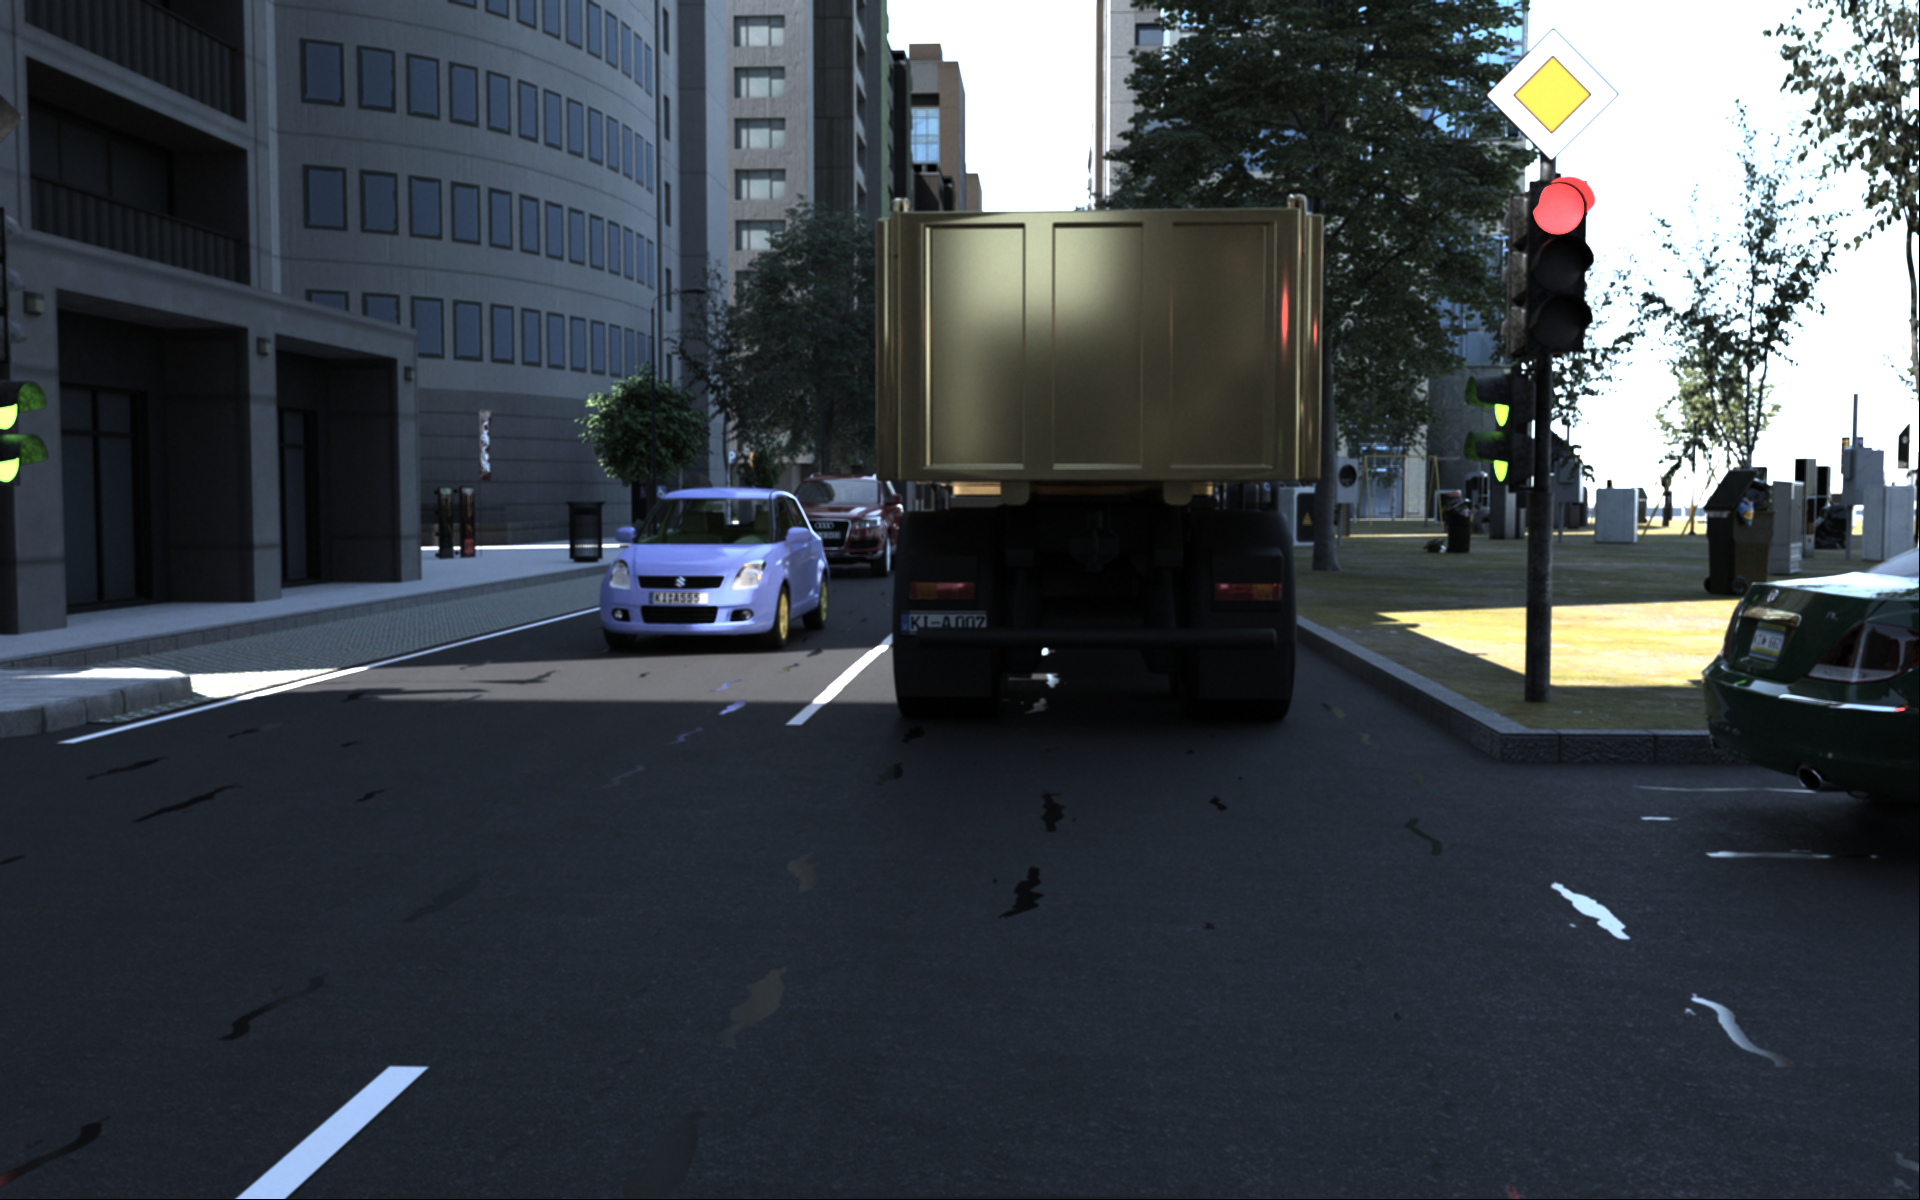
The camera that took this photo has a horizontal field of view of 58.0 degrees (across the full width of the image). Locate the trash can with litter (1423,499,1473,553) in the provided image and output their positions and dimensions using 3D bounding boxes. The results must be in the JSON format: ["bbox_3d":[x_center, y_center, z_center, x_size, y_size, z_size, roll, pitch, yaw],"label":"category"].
[{"bbox_3d":[10.687,-1.625,37.957,1.055,1.170,0.624,2,4,35],"label":"trash can with litter"}]

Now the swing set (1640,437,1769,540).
[{"bbox_3d":[20.994,-3.108,48.438,2.862,2.851,3.119,3,5,44],"label":"swing set"}]

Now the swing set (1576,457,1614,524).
[{"bbox_3d":[26.720,-4.731,74.971,3.119,2.851,2.862,3,5,45],"label":"swing set"}]

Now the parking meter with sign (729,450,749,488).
[{"bbox_3d":[-8.396,-4.419,68.517,1.738,3.016,0.543,2,4,31],"label":"parking meter with sign"}]

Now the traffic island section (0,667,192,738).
[{"bbox_3d":[-6.426,0.673,11.285,2.009,0.180,2.903,0,4,3],"label":"traffic island section"}]

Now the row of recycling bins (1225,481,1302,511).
[{"bbox_3d":[7.968,-2.351,45.558,1.069,1.692,3.534,2,4,35],"label":"row of recycling bins"}]

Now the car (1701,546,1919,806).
[{"bbox_3d":[5.727,0.284,7.149,4.920,1.459,2.131,0,4,4],"label":"car"}]

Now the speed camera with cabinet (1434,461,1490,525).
[{"bbox_3d":[20.917,-4.772,72.355,2.038,3.252,0.660,2,4,31],"label":"speed camera with cabinet"}]

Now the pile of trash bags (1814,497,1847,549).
[{"bbox_3d":[19.840,-1.892,40.687,1.912,1.369,3.447,2,4,31],"label":"pile of trash bags"}]

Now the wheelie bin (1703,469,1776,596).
[{"bbox_3d":[9.960,-0.870,22.139,0.693,1.594,0.980,0,4,-7],"label":"wheelie bin"}]

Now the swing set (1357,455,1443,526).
[{"bbox_3d":[17.821,-4.470,70.700,3.119,2.851,2.862,0,4,3],"label":"swing set"}]

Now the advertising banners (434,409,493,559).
[{"bbox_3d":[-9.998,-2.376,35.036,0.090,3.025,2.074,1,4,17],"label":"advertising banners"}]

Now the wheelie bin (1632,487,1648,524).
[{"bbox_3d":[29.450,-4.127,75.385,0.980,1.594,0.693,-1,4,-22],"label":"wheelie bin"}]

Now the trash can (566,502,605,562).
[{"bbox_3d":[-7.073,-1.289,32.728,0.748,1.137,0.748,0,3,0],"label":"trash can"}]

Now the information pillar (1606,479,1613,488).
[{"bbox_3d":[31.488,-4.865,84.027,0.304,2.012,0.304,1,4,20],"label":"information pillar"}]

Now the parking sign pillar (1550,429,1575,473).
[{"bbox_3d":[24.377,-5.022,70.580,1.447,3.967,1.447,-2,4,-27],"label":"parking sign pillar"}]

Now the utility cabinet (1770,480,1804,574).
[{"bbox_3d":[13.273,-1.168,27.771,0.318,1.500,1.173,2,4,34],"label":"utility cabinet"}]

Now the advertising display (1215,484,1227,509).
[{"bbox_3d":[10.871,-4.062,71.623,0.974,1.923,0.123,-2,4,-29],"label":"advertising display"}]

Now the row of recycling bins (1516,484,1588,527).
[{"bbox_3d":[23.327,-3.751,68.440,3.534,1.692,1.069,-1,4,-21],"label":"row of recycling bins"}]

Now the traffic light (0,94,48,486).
[{"bbox_3d":[-6.386,-1.359,11.148,0.839,4.253,0.868,0,4,3],"label":"traffic light"}]

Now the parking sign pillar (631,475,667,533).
[{"bbox_3d":[-8.738,-3.681,48.658,1.447,3.967,1.447,-3,5,-40],"label":"parking sign pillar"}]

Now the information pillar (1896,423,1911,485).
[{"bbox_3d":[31.089,-4.021,57.090,0.183,3.616,0.504,-1,4,-12],"label":"information pillar"}]

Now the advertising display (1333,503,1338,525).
[{"bbox_3d":[15.405,-4.033,71.152,0.123,1.923,0.974,-1,4,-21],"label":"advertising display"}]

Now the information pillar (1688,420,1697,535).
[{"bbox_3d":[23.261,-3.890,54.954,0.183,3.616,0.504,1,4,16],"label":"information pillar"}]

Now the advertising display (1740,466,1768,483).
[{"bbox_3d":[18.251,-2.118,39.849,0.974,1.923,0.123,-3,4,-36],"label":"advertising display"}]

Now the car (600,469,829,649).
[{"bbox_3d":[-2.365,-0.467,17.219,1.945,1.707,3.694,0,4,4],"label":"car"}]

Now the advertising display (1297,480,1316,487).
[{"bbox_3d":[11.016,-3.002,54.294,0.974,1.923,0.123,0,4,-4],"label":"advertising display"}]

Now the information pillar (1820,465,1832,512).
[{"bbox_3d":[22.202,-2.451,44.562,0.304,2.012,0.304,3,5,40],"label":"information pillar"}]

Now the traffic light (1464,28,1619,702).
[{"bbox_3d":[3.561,-1.328,10.627,0.839,4.253,0.868,0,4,3],"label":"traffic light"}]

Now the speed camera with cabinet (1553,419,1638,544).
[{"bbox_3d":[16.686,-3.126,45.441,2.038,3.252,0.660,2,4,30],"label":"speed camera with cabinet"}]

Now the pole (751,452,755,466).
[{"bbox_3d":[-10.087,-5.536,84.351,0.158,3.312,0.155,0,3,0],"label":"pole"}]

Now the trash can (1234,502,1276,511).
[{"bbox_3d":[5.331,-1.203,31.316,0.748,1.137,0.748,0,3,0],"label":"trash can"}]

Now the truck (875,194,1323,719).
[{"bbox_3d":[1.059,-1.147,14.686,3.469,3.379,9.791,0,4,3],"label":"truck"}]

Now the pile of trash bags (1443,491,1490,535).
[{"bbox_3d":[16.470,-2.815,55.774,1.912,1.369,3.447,-1,4,-9],"label":"pile of trash bags"}]

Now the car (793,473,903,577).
[{"bbox_3d":[-2.137,-1.410,31.727,2.281,1.827,5.304,0,4,3],"label":"car"}]

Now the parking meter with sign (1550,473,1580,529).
[{"bbox_3d":[21.832,-4.119,63.614,1.738,3.016,0.543,0,4,7],"label":"parking meter with sign"}]

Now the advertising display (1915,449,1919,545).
[{"bbox_3d":[13.328,-1.105,23.273,0.123,1.923,0.974,-2,4,-26],"label":"advertising display"}]

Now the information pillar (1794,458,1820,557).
[{"bbox_3d":[17.182,-1.881,35.241,0.304,2.012,0.304,-2,4,-25],"label":"information pillar"}]

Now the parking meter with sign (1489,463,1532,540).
[{"bbox_3d":[15.480,-3.235,49.160,0.543,3.016,1.738,3,5,44],"label":"parking meter with sign"}]

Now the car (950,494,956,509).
[{"bbox_3d":[-0.136,-6.936,123.627,2.015,1.641,3.980,0,4,3],"label":"car"}]

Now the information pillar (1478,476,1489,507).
[{"bbox_3d":[21.507,-4.081,71.218,0.304,2.012,0.304,-1,4,-21],"label":"information pillar"}]
